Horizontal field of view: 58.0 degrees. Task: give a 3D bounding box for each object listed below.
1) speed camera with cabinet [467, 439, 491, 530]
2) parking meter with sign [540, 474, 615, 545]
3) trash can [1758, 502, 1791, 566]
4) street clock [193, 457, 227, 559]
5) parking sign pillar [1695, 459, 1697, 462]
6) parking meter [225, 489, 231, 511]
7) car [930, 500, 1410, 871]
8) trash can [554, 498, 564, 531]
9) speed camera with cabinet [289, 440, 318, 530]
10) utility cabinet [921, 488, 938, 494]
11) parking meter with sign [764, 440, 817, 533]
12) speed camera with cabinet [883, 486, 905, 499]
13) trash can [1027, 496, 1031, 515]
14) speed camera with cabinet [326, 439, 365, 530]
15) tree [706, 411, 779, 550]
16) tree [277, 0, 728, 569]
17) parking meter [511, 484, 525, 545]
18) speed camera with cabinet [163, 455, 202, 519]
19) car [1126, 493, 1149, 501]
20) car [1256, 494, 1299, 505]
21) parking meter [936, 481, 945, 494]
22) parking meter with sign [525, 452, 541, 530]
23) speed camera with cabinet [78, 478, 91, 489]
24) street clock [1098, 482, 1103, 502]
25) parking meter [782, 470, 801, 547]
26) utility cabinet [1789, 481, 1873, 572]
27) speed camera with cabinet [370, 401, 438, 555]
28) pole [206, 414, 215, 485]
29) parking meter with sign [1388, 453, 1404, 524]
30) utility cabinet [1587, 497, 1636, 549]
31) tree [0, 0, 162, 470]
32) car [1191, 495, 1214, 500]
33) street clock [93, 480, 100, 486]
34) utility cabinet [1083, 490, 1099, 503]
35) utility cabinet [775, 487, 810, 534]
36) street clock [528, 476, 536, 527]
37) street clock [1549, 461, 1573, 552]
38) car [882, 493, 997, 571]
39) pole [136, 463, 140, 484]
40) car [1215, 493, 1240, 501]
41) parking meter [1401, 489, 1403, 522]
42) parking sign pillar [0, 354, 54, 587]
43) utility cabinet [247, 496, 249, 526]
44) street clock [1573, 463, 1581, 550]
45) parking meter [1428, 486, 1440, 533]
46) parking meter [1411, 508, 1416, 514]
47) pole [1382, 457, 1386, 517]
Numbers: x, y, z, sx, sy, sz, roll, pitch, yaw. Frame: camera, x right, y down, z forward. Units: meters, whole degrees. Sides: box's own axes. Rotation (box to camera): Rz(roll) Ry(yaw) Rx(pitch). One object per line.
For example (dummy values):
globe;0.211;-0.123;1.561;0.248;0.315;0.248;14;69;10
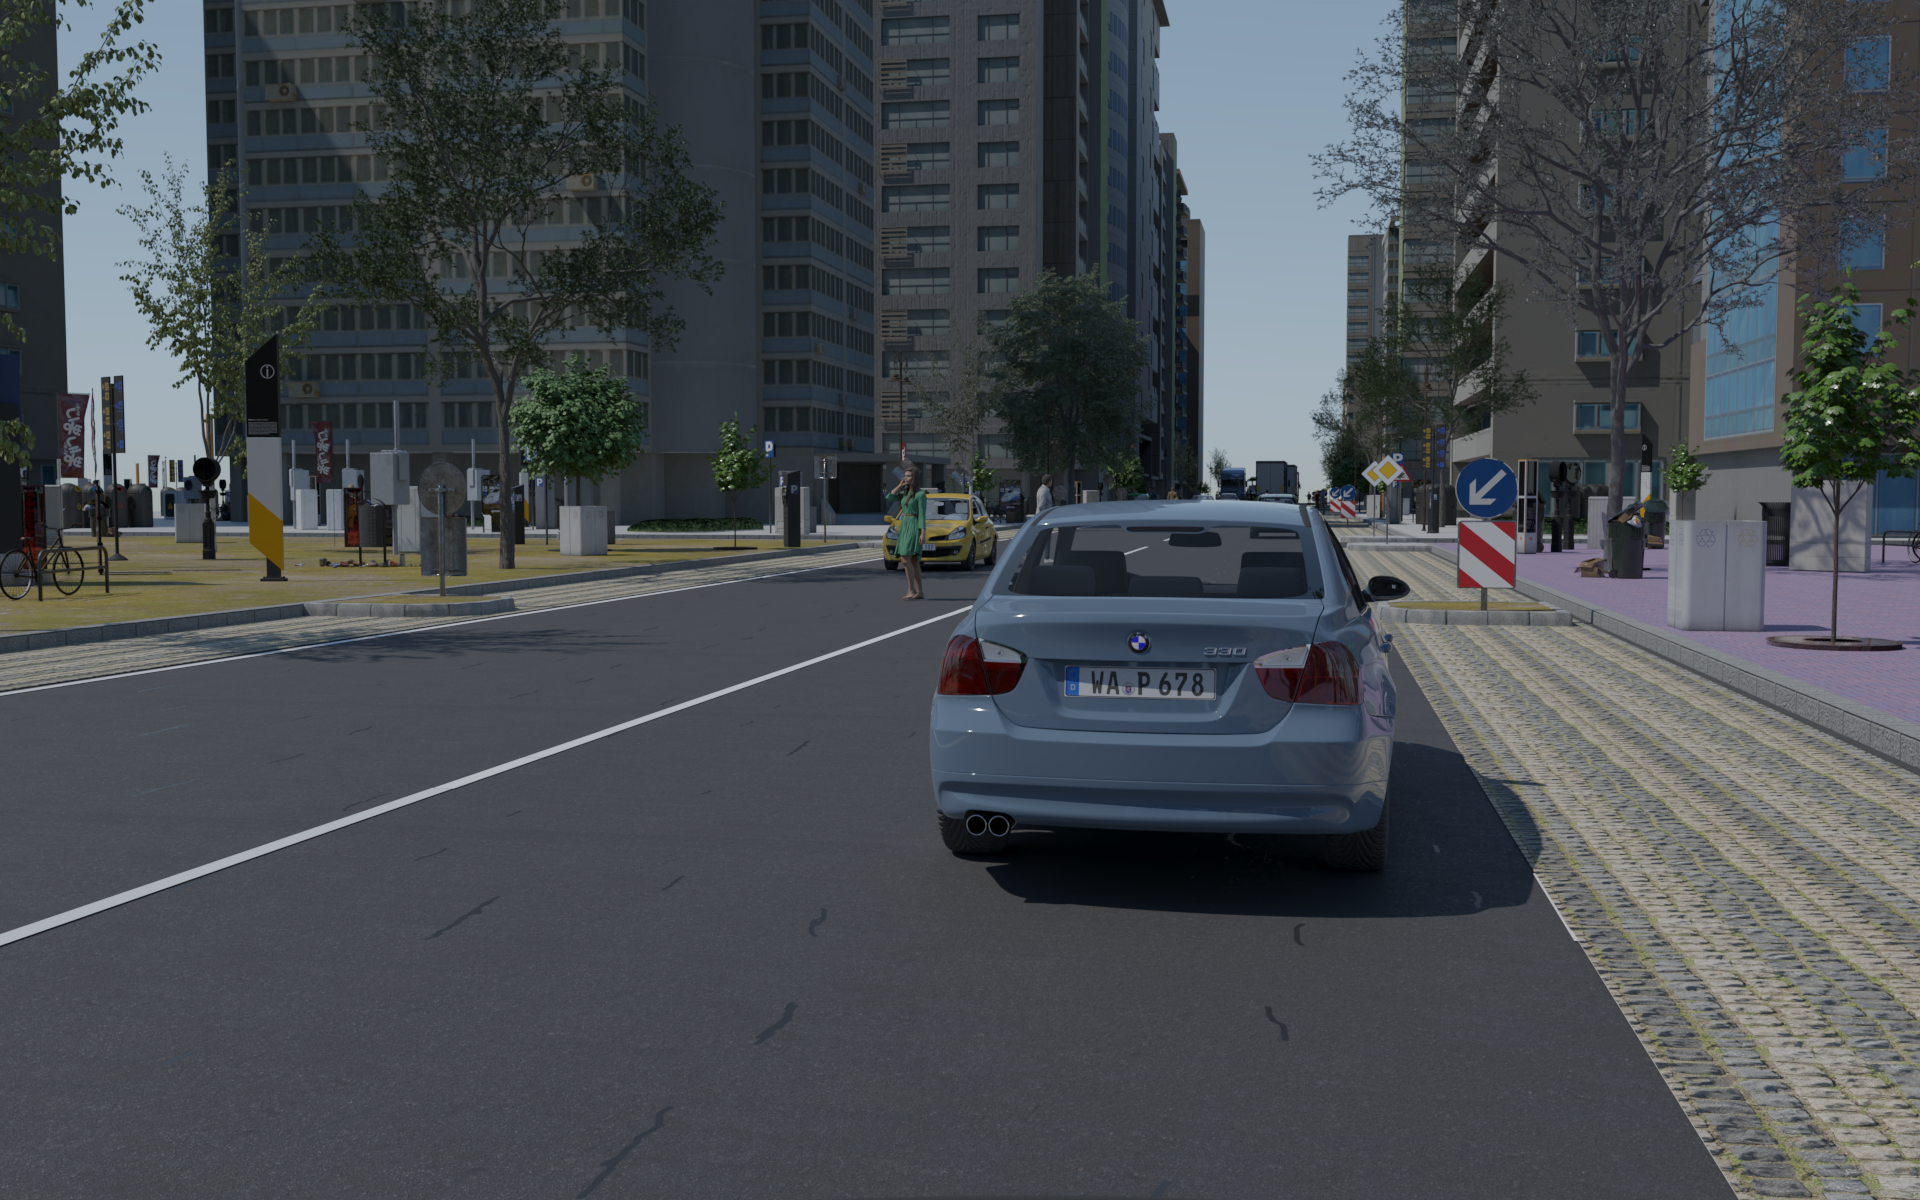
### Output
speed camera with cabinet;-16.803;-4.124;61.770;2.038;3.252;0.660;3;5;44
parking meter with sign;-9.650;-2.914;43.898;1.738;3.016;0.543;-1;4;-22
trash can;14.631;-1.177;30.898;0.748;1.137;0.748;0;3;0
street clock;-14.800;-1.805;34.083;0.471;2.002;0.358;0;4;-2
parking sign pillar;29.874;-4.916;68.848;1.447;3.967;1.447;1;4;18
parking meter;-39.673;-5.232;93.956;0.372;1.533;0.369;0;3;0
car;1.061;0.244;8.010;2.014;1.417;4.499;1;4;12
trash can;-13.906;-3.018;60.995;0.748;1.137;0.748;0;3;0
speed camera with cabinet;-23.820;-4.191;62.853;0.660;3.252;2.038;-2;4;-31
utility cabinet;-1.439;-3.494;65.807;1.173;1.500;0.318;0;4;-3
parking meter with sign;-5.537;-3.711;56.933;1.738;3.016;0.543;-3;5;-39
speed camera with cabinet;-3.737;-6.044;93.150;2.038;3.252;0.660;1;4;23
trash can;3.904;-5.700;104.853;0.748;1.137;0.748;0;3;0
speed camera with cabinet;-22.001;-4.140;62.029;0.660;3.252;2.038;0;4;4
tree;-5.215;-2.775;39.976;1.663;3.219;1.824;0;3;0
tree;-7.665;-5.832;29.766;8.767;10.594;7.601;1;4;15
parking meter;-11.270;-2.181;44.072;0.372;1.533;0.369;0;3;0
speed camera with cabinet;-39.327;-5.703;87.587;2.038;3.252;0.660;1;4;22
car;11.367;-6.249;110.968;1.959;1.807;4.718;1;4;11
car;10.424;-2.882;56.914;2.009;1.686;4.222;1;4;11
parking meter;-0.896;-4.468;78.766;0.399;1.863;0.255;1;4;18
parking meter with sign;-15.073;-4.082;63.001;0.543;3.016;1.738;1;4;20
speed camera with cabinet;-49.479;-6.314;97.562;0.660;3.252;2.038;-1;4;-13
street clock;8.644;-6.240;106.595;0.358;2.002;0.471;1;4;22
parking meter;-4.063;-2.204;41.746;0.399;1.863;0.255;-2;4;-31
utility cabinet;14.374;-1.218;28.587;1.173;1.500;0.318;3;5;45
speed camera with cabinet;-11.963;-2.635;37.420;0.660;3.252;2.038;1;4;11
pole;-19.070;-3.073;44.093;0.158;3.312;0.155;0;3;0
parking meter with sign;18.587;-4.756;74.024;0.543;3.016;1.738;0;4;8
utility cabinet;15.136;-1.778;40.236;1.020;1.237;0.306;2;4;24
tree;-9.825;-4.000;15.762;4.737;8.622;4.395;0;3;0
car;16.280;-6.356;116.285;2.083;1.381;4.827;1;4;11
street clock;-47.058;-5.487;94.280;0.358;2.002;0.471;-2;4;-28
utility cabinet;7.881;-5.833;104.053;0.318;1.500;1.173;3;5;44
utility cabinet;-5.313;-2.819;54.770;1.173;1.500;0.318;2;4;34
street clock;-16.821;-3.893;68.227;0.471;2.002;0.358;-2;4;-28
street clock;13.174;-2.057;38.196;0.358;2.002;0.471;3;5;43
car;-0.361;-1.438;33.733;2.015;1.641;3.980;1;4;10
pole;-54.292;-7.373;114.385;0.158;3.312;0.155;0;3;0
car;23.002;-8.537;148.619;2.155;1.783;4.494;1;4;12
parking meter;20.539;-4.442;81.044;0.372;1.533;0.369;0;3;0
parking sign pillar;-13.632;-2.198;24.404;1.447;3.967;1.447;-3;5;-40
utility cabinet;-28.755;-3.649;70.827;0.306;1.237;1.020;0;4;5
street clock;14.020;-2.158;39.854;0.471;2.002;0.358;-2;4;-24
parking meter;15.663;-2.988;57.266;0.372;1.533;0.369;0;3;0
parking meter;29.007;-6.409;110.504;0.255;1.863;0.399;3;5;45
pole;23.208;-6.179;94.873;0.158;3.312;0.155;0;3;0
